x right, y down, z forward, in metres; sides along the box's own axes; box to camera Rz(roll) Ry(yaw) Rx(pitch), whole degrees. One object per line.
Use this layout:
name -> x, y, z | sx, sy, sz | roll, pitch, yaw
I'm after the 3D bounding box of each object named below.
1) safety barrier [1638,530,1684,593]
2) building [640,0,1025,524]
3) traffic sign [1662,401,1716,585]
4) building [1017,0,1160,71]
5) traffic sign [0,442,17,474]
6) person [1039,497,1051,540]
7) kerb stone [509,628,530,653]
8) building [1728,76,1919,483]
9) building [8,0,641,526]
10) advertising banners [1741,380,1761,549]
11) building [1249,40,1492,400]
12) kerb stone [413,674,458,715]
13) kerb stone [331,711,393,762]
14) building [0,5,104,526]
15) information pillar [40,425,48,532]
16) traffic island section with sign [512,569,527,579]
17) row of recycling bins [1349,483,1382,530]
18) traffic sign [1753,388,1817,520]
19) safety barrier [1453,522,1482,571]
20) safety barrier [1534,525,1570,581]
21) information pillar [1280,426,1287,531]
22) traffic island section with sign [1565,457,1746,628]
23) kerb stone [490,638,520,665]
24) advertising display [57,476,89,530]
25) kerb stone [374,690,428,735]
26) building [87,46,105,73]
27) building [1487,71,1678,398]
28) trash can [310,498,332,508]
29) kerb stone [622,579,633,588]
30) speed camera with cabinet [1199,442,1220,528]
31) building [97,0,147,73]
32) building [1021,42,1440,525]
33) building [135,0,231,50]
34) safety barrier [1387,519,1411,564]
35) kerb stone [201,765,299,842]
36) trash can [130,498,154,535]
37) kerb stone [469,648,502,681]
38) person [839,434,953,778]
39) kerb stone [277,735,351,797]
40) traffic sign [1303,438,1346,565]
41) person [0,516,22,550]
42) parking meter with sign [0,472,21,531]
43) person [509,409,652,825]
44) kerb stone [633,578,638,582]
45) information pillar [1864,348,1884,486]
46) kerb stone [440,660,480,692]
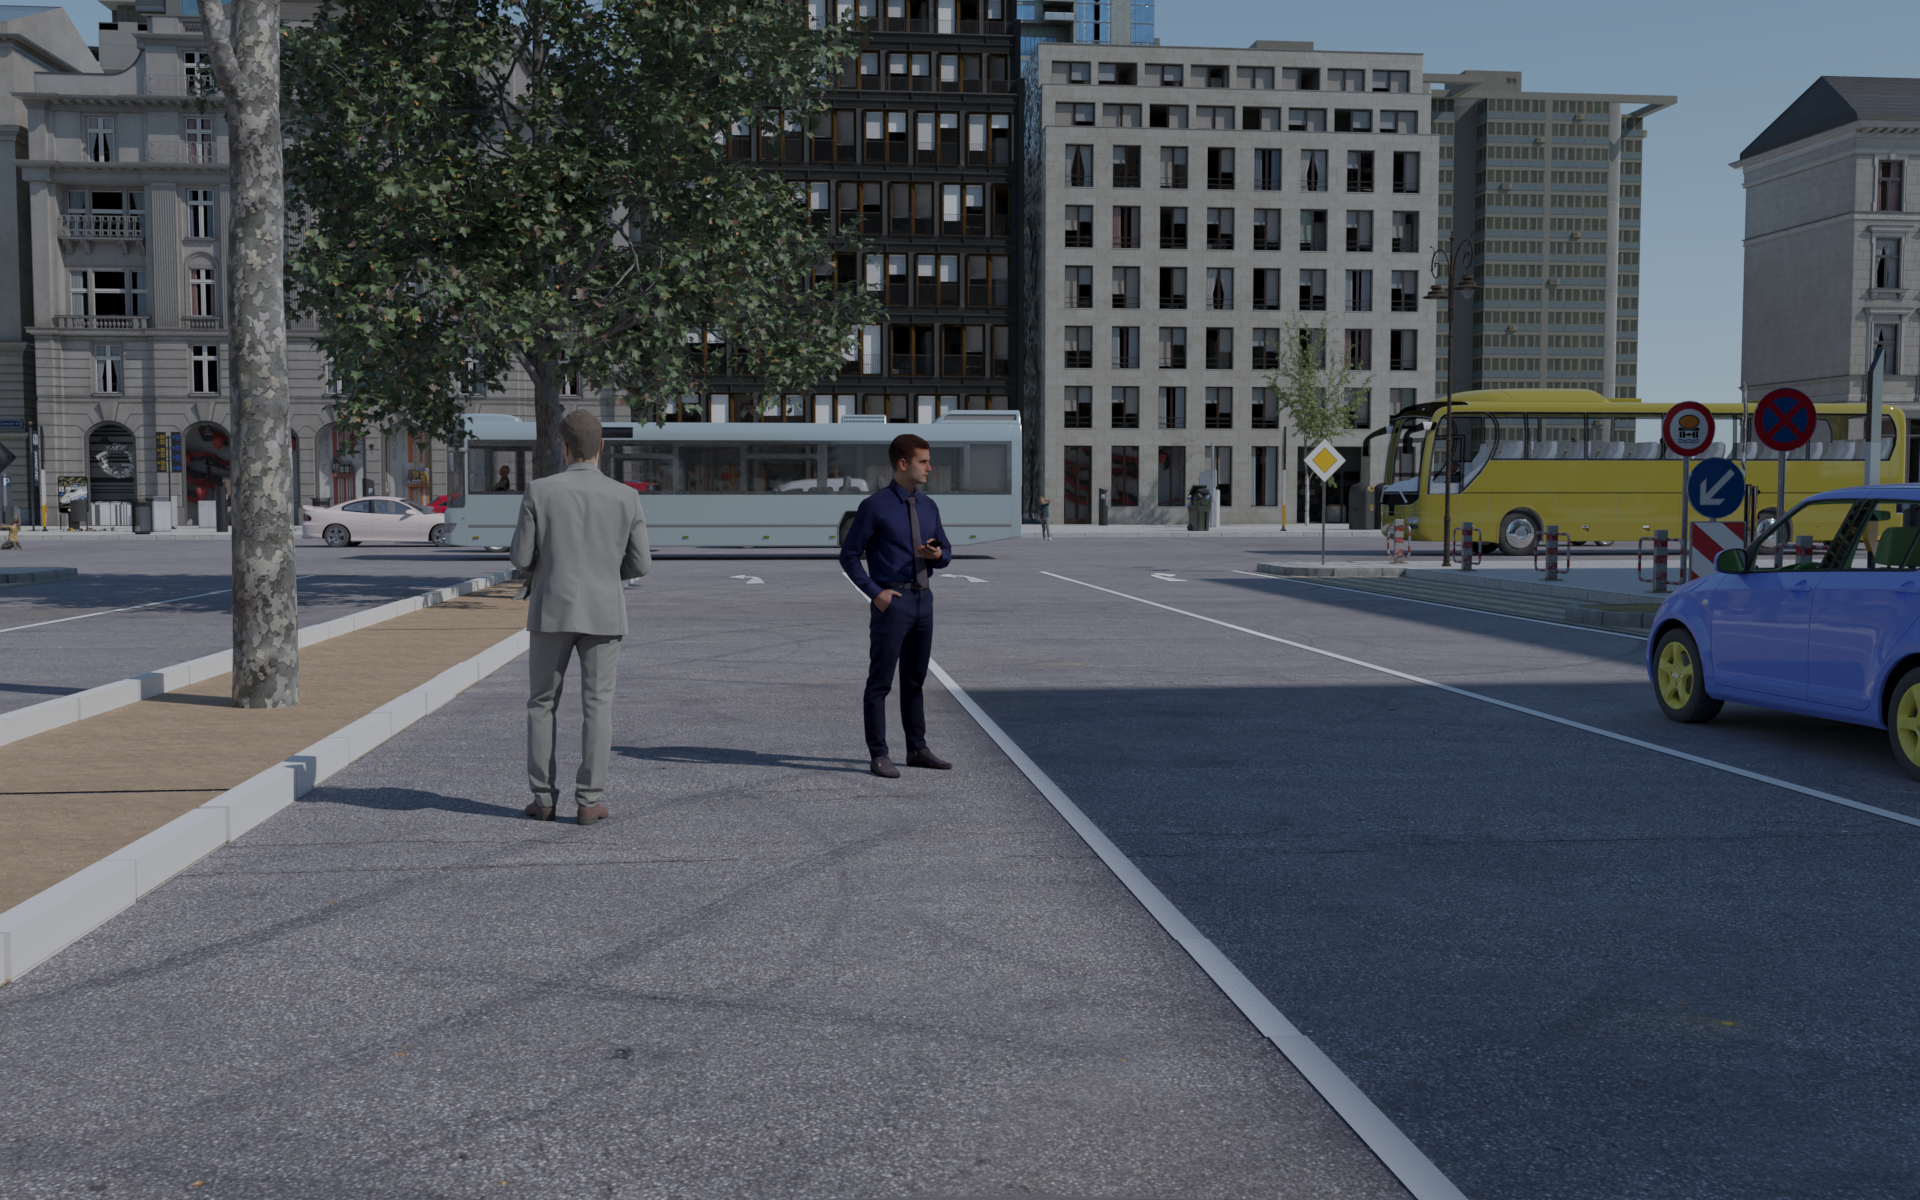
safety barrier -> 9.108, -0.504, 22.524 | 0.300, 0.817, 1.120 | 0, 4, -6
building -> -5.839, -15.165, 77.618 | 15.834, 23.373, 12.332 | 0, 4, -6
traffic sign -> 9.946, -1.446, 23.744 | 0.768, 2.556, 0.104 | 0, 4, -6
building -> 15.591, -56.863, 242.377 | 31.000, 86.520, 22.319 | 0, 4, -6
traffic sign -> -16.062, -1.536, 28.753 | 0.795, 2.450, 0.064 | 0, 4, -6
person -> 2.639, -2.520, 53.617 | 0.435, 1.345, 0.340 | 1, 4, 11
kerb stone -> -4.021, 0.397, 15.798 | 0.120, 0.150, 1.000 | 0, 4, -6
building -> 40.454, -14.098, 81.418 | 40.483, 20.767, 10.553 | 0, 4, -6
building -> -25.621, -14.269, 75.091 | 24.055, 21.916, 13.314 | 0, 4, -6
advertising banners -> 12.526, -1.914, 27.478 | 0.090, 3.025, 2.074 | 2, 4, 32
building -> 25.919, -28.189, 152.773 | 32.217, 40.220, 23.993 | 0, 4, -6
kerb stone -> -3.564, 0.642, 11.706 | 0.120, 0.150, 1.000 | 0, 4, -6
kerb stone -> -3.346, 0.770, 9.657 | 0.120, 0.150, 1.000 | 0, 4, -6
building -> -55.213, -15.523, 72.892 | 34.723, 24.649, 14.460 | 0, 4, -6
information pillar -> -31.405, -4.158, 59.345 | 0.183, 3.616, 0.504 | -1, 4, -22
traffic island section with sign -> -6.636, -1.342, 30.077 | 2.006, 1.907, 1.989 | 0, 4, -6
row of recycling bins -> 15.694, -3.389, 62.524 | 3.534, 1.692, 1.069 | -1, 4, -15
traffic sign -> 9.878, -1.268, 20.835 | 0.768, 2.556, 0.104 | 0, 4, -1
safety barrier -> 8.425, -0.887, 28.783 | 0.300, 0.817, 1.120 | 0, 4, -6
safety barrier -> 8.765, -0.696, 25.649 | 0.300, 0.817, 1.120 | 0, 4, -6
information pillar -> 11.206, -4.197, 59.968 | 0.183, 3.616, 0.504 | 0, 4, 3
traffic island section with sign -> 7.883, -0.650, 19.250 | 1.989, 1.847, 2.006 | 0, 4, -6
kerb stone -> -3.909, 0.459, 14.775 | 0.120, 0.150, 1.000 | 0, 4, -6
advertising display -> -31.898, -3.492, 62.312 | 0.974, 1.923, 0.123 | -2, 4, -33
kerb stone -> -3.458, 0.704, 10.678 | 0.120, 0.150, 1.000 | 0, 4, -6
building -> -82.075, -29.184, 160.748 | 14.086, 41.232, 14.154 | 0, 4, -6
building -> 48.755, -28.939, 165.036 | 23.993, 40.220, 32.217 | 0, 4, -6
trash can -> -23.035, -3.109, 62.478 | 0.748, 1.137, 0.748 | 0, 3, 0
kerb stone -> -5.246, -0.296, 27.049 | 0.120, 0.150, 1.000 | 0, 4, -6
speed camera with cabinet -> 9.656, -4.445, 67.009 | 0.660, 3.252, 2.038 | 1, 4, 15
building -> -60.112, -34.573, 154.513 | 27.495, 52.752, 28.713 | 0, 4, -6
building -> 11.340, -13.640, 77.769 | 16.860, 20.320, 10.420 | 0, 4, -6
building -> -49.493, -29.082, 125.607 | 14.600, 45.320, 14.200 | 0, 4, -6
safety barrier -> 8.081, -1.078, 31.909 | 0.300, 0.817, 1.120 | 0, 4, -6
kerb stone -> -3.117, 0.892, 7.617 | 0.120, 0.150, 1.000 | 0, 4, -6
trash can -> -25.937, -2.647, 54.927 | 0.748, 1.137, 0.748 | 0, 3, 0
kerb stone -> -3.792, 0.522, 13.747 | 0.120, 0.150, 1.000 | 0, 4, -6
person -> -0.260, 0.021, 8.868 | 0.504, 1.737, 0.576 | 3, 4, 37
kerb stone -> -3.231, 0.832, 8.637 | 0.120, 0.150, 1.000 | 0, 4, -6
traffic sign -> 6.550, -1.685, 31.196 | 0.795, 2.450, 0.064 | 0, 4, -6
person -> -24.601, -1.734, 44.779 | 0.695, 0.859, 0.347 | 1, 4, 12
parking meter with sign -> -33.695, -3.949, 60.825 | 1.738, 3.016, 0.543 | 2, 4, 29
person -> -1.699, 0.063, 7.675 | 0.606, 1.804, 0.583 | -2, 4, -23
kerb stone -> -5.360, -0.356, 28.078 | 0.120, 0.150, 1.000 | 0, 4, -6
information pillar -> 14.589, -2.222, 27.679 | 0.183, 3.616, 0.504 | 3, 5, 45
kerb stone -> -3.691, 0.580, 12.726 | 0.120, 0.150, 1.000 | 0, 4, -6
